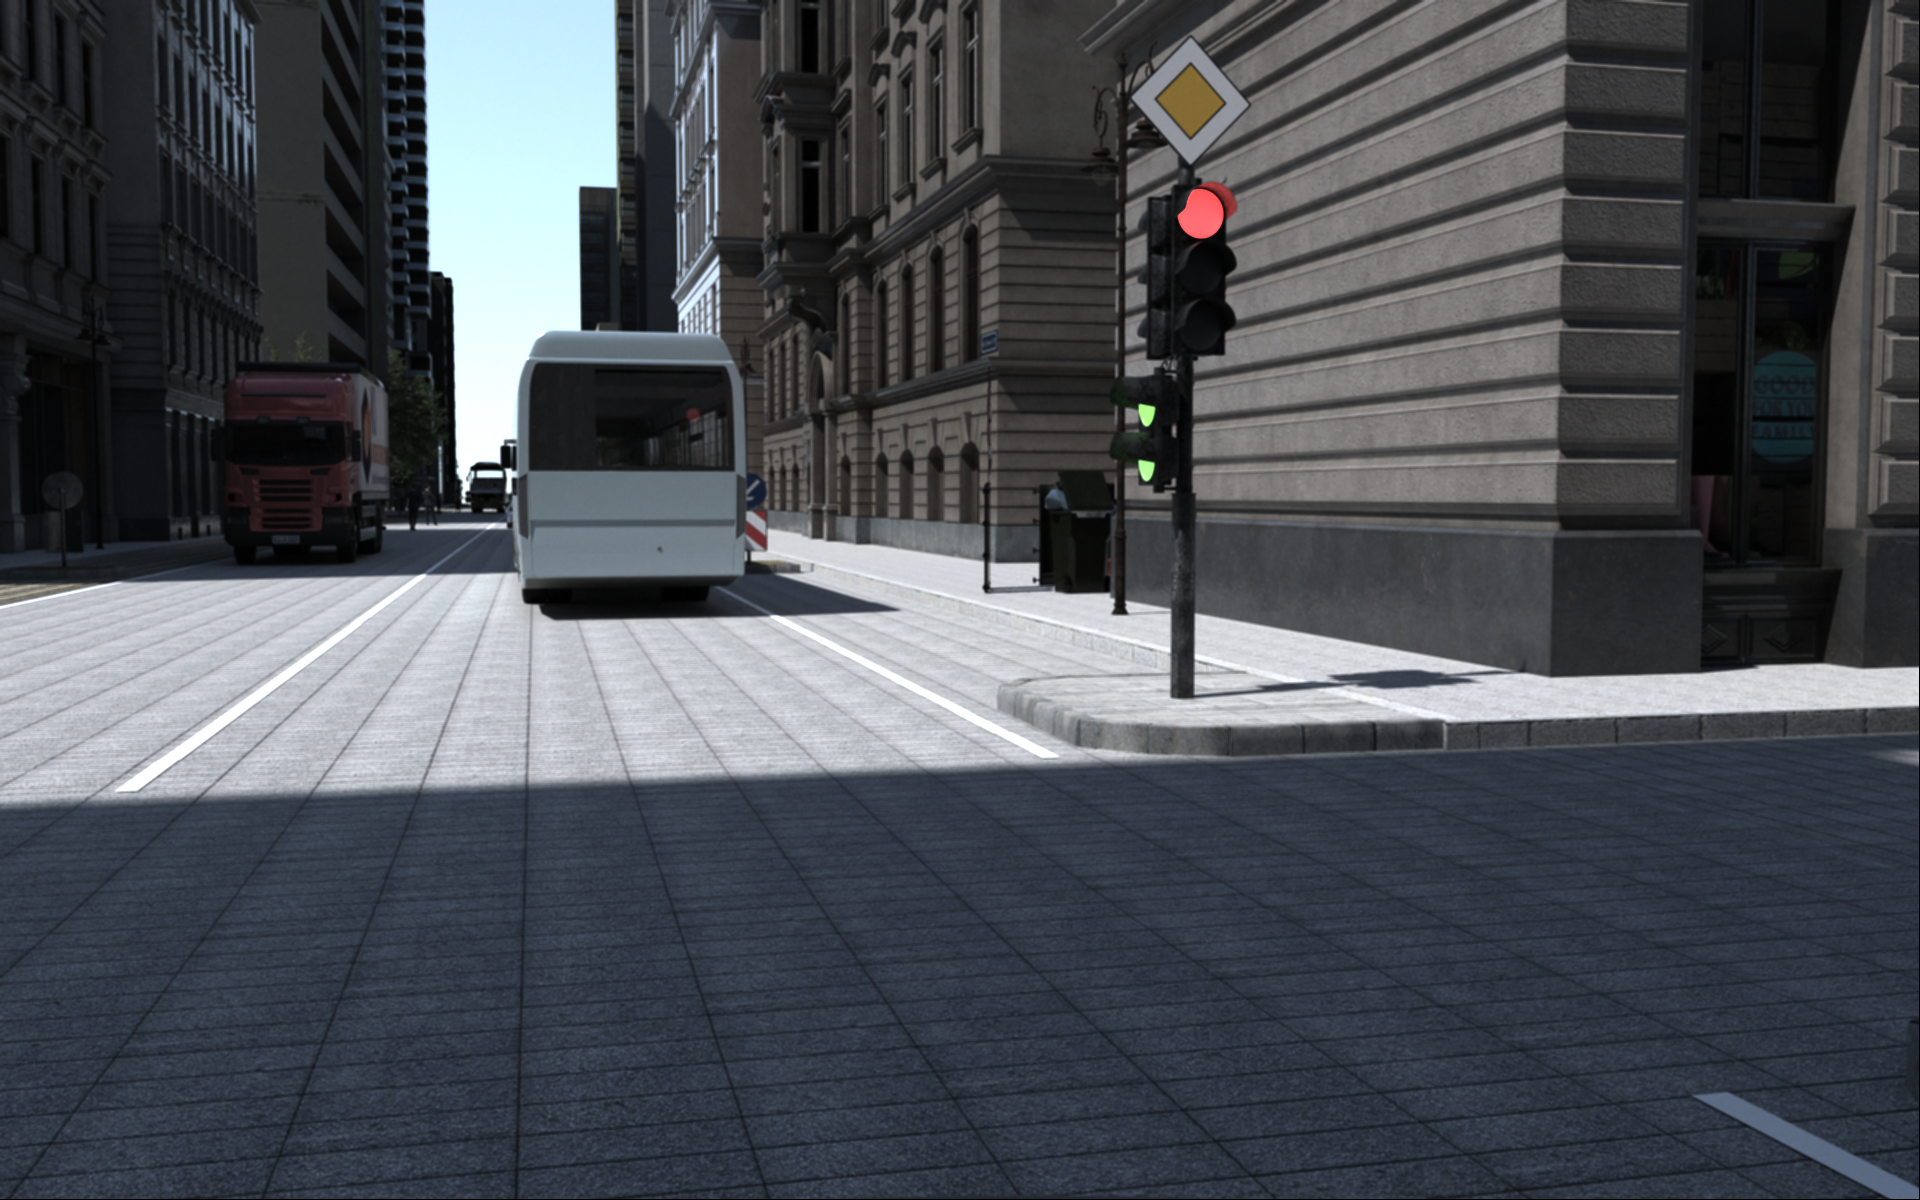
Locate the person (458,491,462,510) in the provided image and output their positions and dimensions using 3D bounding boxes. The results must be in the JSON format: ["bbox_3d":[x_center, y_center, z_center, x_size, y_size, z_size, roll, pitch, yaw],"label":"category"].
[{"bbox_3d":[-44.070,-8.776,152.779,0.721,1.735,1.217,-2,4,-25],"label":"person"}]

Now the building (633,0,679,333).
[{"bbox_3d":[-10.370,-34.842,111.667,21.231,58.520,28.212,-1,4,-14],"label":"building"}]

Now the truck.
[{"bbox_3d":[-14.581,-3.068,39.078,2.839,4.237,11.283,-1,4,-14],"label":"truck"}]

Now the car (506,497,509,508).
[{"bbox_3d":[-49.370,-10.786,185.394,2.155,1.783,4.494,-1,4,-12],"label":"car"}]

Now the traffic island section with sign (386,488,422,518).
[{"bbox_3d":[-33.837,-5.881,104.790,1.989,1.847,2.006,-1,4,-14],"label":"traffic island section with sign"}]

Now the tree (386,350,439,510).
[{"bbox_3d":[-44.692,-13.284,135.321,7.486,12.596,7.792,0,3,0],"label":"tree"}]

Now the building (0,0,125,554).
[{"bbox_3d":[-21.945,-10.655,25.124,10.553,20.767,40.483,-1,4,-14],"label":"building"}]

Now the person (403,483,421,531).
[{"bbox_3d":[-21.542,-3.665,68.196,0.659,1.850,0.755,-1,4,-9],"label":"person"}]

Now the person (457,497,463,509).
[{"bbox_3d":[-46.604,-9.288,161.078,1.217,1.735,0.721,3,5,43],"label":"person"}]

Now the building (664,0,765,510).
[{"bbox_3d":[-5.423,-17.745,76.028,13.634,28.700,20.117,-1,4,-14],"label":"building"}]

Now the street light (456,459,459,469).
[{"bbox_3d":[-66.345,-15.663,228.884,0.468,5.910,1.993,-1,4,-14],"label":"street light"}]

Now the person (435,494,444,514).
[{"bbox_3d":[-36.631,-6.728,121.758,0.557,1.426,1.065,1,4,14],"label":"person"}]

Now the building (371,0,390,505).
[{"bbox_3d":[-47.592,-28.716,119.625,14.600,45.320,14.200,-1,4,-14],"label":"building"}]

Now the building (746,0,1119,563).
[{"bbox_3d":[1.644,-14.061,48.978,14.460,24.649,34.723,-1,4,-14],"label":"building"}]

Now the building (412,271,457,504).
[{"bbox_3d":[-71.889,-27.453,220.562,14.160,30.474,14.107,-1,4,-14],"label":"building"}]

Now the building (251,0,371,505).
[{"bbox_3d":[-42.554,-28.391,87.889,21.300,48.544,21.600,-1,4,-14],"label":"building"}]

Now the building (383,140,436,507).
[{"bbox_3d":[-68.736,-29.197,169.252,32.217,40.220,23.993,-1,4,-14],"label":"building"}]

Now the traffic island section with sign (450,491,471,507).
[{"bbox_3d":[-53.533,-10.799,185.195,1.989,1.847,2.006,-1,4,-14],"label":"traffic island section with sign"}]

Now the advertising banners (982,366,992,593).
[{"bbox_3d":[0.377,-1.655,23.249,0.090,3.025,2.074,0,4,3],"label":"advertising banners"}]

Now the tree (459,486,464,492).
[{"bbox_3d":[-68.561,-14.774,236.155,1.663,3.219,1.824,0,3,0],"label":"tree"}]

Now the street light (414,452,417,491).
[{"bbox_3d":[-46.299,-10.661,147.096,0.468,5.910,1.993,-1,4,-14],"label":"street light"}]

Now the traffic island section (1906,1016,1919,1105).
[{"bbox_3d":[3.323,1.169,3.160,2.009,0.180,2.903,-1,4,-14],"label":"traffic island section"}]

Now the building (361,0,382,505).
[{"bbox_3d":[-43.790,-25.844,106.145,14.154,41.232,14.086,-1,4,-14],"label":"building"}]

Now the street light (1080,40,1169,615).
[{"bbox_3d":[1.704,-2.782,18.269,0.468,5.910,1.993,-1,4,-14],"label":"street light"}]

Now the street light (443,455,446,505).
[{"bbox_3d":[-58.330,-13.651,195.982,0.468,5.910,1.993,-1,4,-14],"label":"street light"}]

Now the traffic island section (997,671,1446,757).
[{"bbox_3d":[1.423,0.695,10.916,2.009,0.180,2.903,-1,4,-14],"label":"traffic island section"}]

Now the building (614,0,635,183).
[{"bbox_3d":[-19.021,-27.414,131.814,14.154,41.232,14.086,-1,4,-14],"label":"building"}]

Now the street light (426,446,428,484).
[{"bbox_3d":[-50.316,-11.665,163.511,0.468,5.910,1.993,-1,4,-14],"label":"street light"}]

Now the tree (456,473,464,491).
[{"bbox_3d":[-68.242,-15.200,232.233,4.285,4.588,4.351,0,3,0],"label":"tree"}]

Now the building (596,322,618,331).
[{"bbox_3d":[-26.315,-21.204,191.731,27.650,21.520,28.899,-1,4,-14],"label":"building"}]

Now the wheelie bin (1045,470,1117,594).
[{"bbox_3d":[1.540,-0.896,22.559,0.980,1.594,0.693,-1,4,-22],"label":"wheelie bin"}]

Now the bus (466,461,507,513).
[{"bbox_3d":[-36.464,-8.714,134.015,2.896,3.916,12.252,-1,4,-14],"label":"bus"}]

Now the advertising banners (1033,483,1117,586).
[{"bbox_3d":[1.990,-1.732,24.507,2.074,3.025,0.090,-1,4,-23],"label":"advertising banners"}]

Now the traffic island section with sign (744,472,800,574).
[{"bbox_3d":[-4.088,-1.429,31.984,1.989,1.847,2.006,-1,4,-14],"label":"traffic island section with sign"}]

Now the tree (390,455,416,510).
[{"bbox_3d":[-46.226,-9.693,142.186,4.285,4.588,4.351,0,3,0],"label":"tree"}]

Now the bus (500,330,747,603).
[{"bbox_3d":[-5.391,-1.907,26.037,2.948,3.499,13.247,-1,4,-15],"label":"bus"}]

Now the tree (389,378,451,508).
[{"bbox_3d":[-49.159,-14.005,154.729,9.928,11.665,9.643,0,3,0],"label":"tree"}]

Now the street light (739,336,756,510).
[{"bbox_3d":[-6.285,-4.770,50.776,0.468,5.910,1.993,-1,4,-14],"label":"street light"}]

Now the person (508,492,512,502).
[{"bbox_3d":[-57.399,-12.952,221.185,0.541,1.710,0.530,0,4,-7],"label":"person"}]

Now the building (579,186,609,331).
[{"bbox_3d":[-44.015,-33.636,233.546,14.154,41.232,14.086,-1,4,-14],"label":"building"}]

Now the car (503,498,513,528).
[{"bbox_3d":[-18.398,-3.773,73.684,2.014,1.417,4.499,-1,4,-15],"label":"car"}]

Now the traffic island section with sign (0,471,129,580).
[{"bbox_3d":[-15.430,-1.285,29.645,1.989,1.847,2.006,-1,4,-14],"label":"traffic island section with sign"}]

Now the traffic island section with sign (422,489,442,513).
[{"bbox_3d":[-40.314,-7.498,131.224,1.989,1.847,2.006,-1,4,-14],"label":"traffic island section with sign"}]

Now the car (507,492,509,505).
[{"bbox_3d":[-59.556,-13.223,224.871,2.281,1.827,5.304,-1,4,-12],"label":"car"}]

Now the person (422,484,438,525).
[{"bbox_3d":[-24.484,-4.410,79.960,0.648,1.900,0.474,0,4,6],"label":"person"}]

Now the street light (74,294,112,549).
[{"bbox_3d":[-20.062,-4.124,40.221,0.468,5.910,1.993,-1,4,-14],"label":"street light"}]

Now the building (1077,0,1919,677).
[{"bbox_3d":[11.964,-11.581,18.224,19.941,23.489,11.050,-1,4,-14],"label":"building"}]

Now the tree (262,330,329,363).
[{"bbox_3d":[-30.179,-7.819,78.195,4.737,8.622,4.395,0,3,0],"label":"tree"}]

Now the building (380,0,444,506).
[{"bbox_3d":[-70.407,-54.007,195.685,22.319,86.520,31.000,-1,4,-14],"label":"building"}]

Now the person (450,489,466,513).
[{"bbox_3d":[-38.929,-7.693,134.276,1.348,1.824,0.705,1,4,13],"label":"person"}]

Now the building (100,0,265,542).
[{"bbox_3d":[-28.058,-12.517,53.810,9.793,20.994,18.267,-1,4,-14],"label":"building"}]

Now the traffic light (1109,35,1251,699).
[{"bbox_3d":[1.382,-1.338,10.792,0.839,4.253,0.868,-1,4,-14],"label":"traffic light"}]
